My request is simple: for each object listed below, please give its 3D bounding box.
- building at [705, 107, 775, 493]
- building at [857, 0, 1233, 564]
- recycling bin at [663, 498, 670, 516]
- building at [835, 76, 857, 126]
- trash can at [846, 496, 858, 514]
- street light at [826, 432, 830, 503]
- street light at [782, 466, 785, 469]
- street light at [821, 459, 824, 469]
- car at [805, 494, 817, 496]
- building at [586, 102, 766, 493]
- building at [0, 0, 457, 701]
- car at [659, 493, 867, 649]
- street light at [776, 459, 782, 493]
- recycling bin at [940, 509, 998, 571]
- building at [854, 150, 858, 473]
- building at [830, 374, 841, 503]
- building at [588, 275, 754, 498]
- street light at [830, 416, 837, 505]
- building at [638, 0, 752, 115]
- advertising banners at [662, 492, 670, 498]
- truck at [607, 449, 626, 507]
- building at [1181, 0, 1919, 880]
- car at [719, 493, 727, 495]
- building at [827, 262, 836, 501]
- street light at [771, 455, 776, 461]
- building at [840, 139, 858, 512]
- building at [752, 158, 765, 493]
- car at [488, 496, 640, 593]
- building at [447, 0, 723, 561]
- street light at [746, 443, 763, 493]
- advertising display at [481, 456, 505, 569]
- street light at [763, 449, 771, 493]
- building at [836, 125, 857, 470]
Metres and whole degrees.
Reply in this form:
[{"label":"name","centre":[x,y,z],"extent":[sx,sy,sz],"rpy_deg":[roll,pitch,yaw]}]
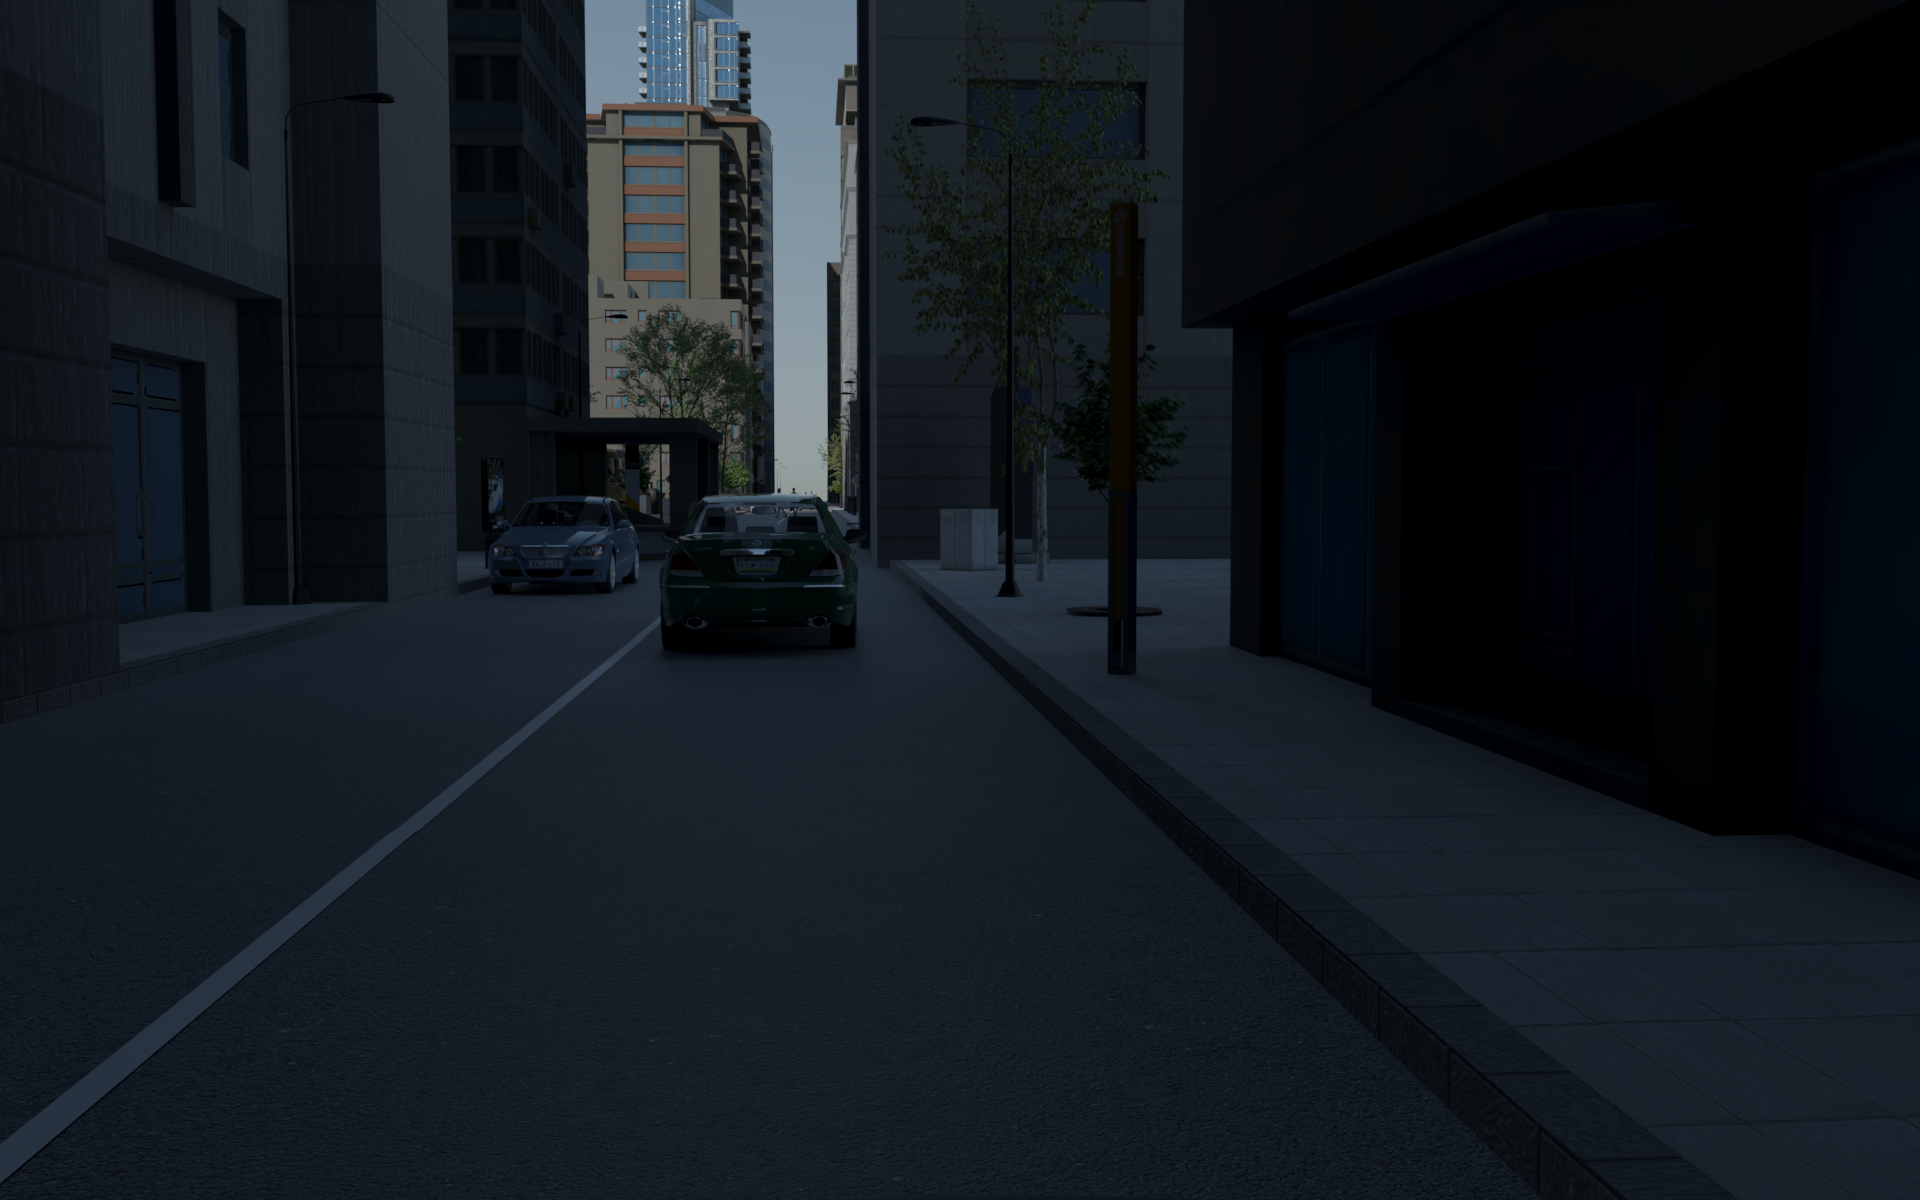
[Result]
[{"label":"building","centre":[-39.207,-44.135,263.599],"extent":[21.231,58.520,28.212],"rpy_deg":[0,4,-5]},{"label":"building","centre":[7.668,-30.865,46.642],"extent":[21.231,58.520,28.212],"rpy_deg":[0,4,-5]},{"label":"recycling bin","centre":[-17.478,-5.591,103.967],"extent":[0.722,1.027,0.722],"rpy_deg":[0,4,3]},{"label":"building","centre":[-0.949,-38.374,216.646],"extent":[28.713,52.752,27.495],"rpy_deg":[0,4,-5]},{"label":"trash can","centre":[-7.037,-6.197,112.966],"extent":[0.748,1.137,0.748],"rpy_deg":[0,3,0]},{"label":"street light","centre":[-9.062,-9.585,129.254],"extent":[1.470,5.913,1.316],"rpy_deg":[0,4,-5]},{"label":"street light","centre":[-27.633,-17.712,262.135],"extent":[1.470,5.913,1.316],"rpy_deg":[0,4,-5]},{"label":"street light","centre":[-15.406,-14.251,205.549],"extent":[1.470,5.913,1.316],"rpy_deg":[0,4,-5]},{"label":"car","centre":[-12.575,-8.111,144.615],"extent":[2.014,1.417,4.499],"rpy_deg":[0,4,-5]},{"label":"building","centre":[-33.457,-33.132,196.328],"extent":[22.147,44.769,28.867],"rpy_deg":[0,4,-5]},{"label":"building","centre":[-16.399,-28.499,7.954],"extent":[21.231,58.520,28.212],"rpy_deg":[0,4,-5]},{"label":"car","centre":[-1.984,-0.349,17.509],"extent":[2.131,1.459,4.920],"rpy_deg":[0,4,-5]},{"label":"street light","centre":[-25.549,-16.204,237.475],"extent":[1.470,5.913,1.316],"rpy_deg":[0,4,-5]},{"label":"recycling bin","centre":[0.154,-1.020,29.232],"extent":[0.722,1.027,0.722],"rpy_deg":[3,5,41]},{"label":"building","centre":[0.549,-19.519,112.650],"extent":[14.314,27.812,24.014],"rpy_deg":[0,4,-5]},{"label":"building","centre":[-5.871,-25.672,264.780],"extent":[27.650,21.520,28.899],"rpy_deg":[0,4,-5]},{"label":"building","centre":[-34.401,-19.706,167.235],"extent":[27.650,21.520,28.899],"rpy_deg":[0,4,-5]},{"label":"street light","centre":[-6.878,-8.017,103.616],"extent":[1.470,5.913,1.316],"rpy_deg":[0,4,-5]},{"label":"building","centre":[-42.730,-59.962,293.054],"extent":[22.319,86.520,31.000],"rpy_deg":[0,4,-5]},{"label":"advertising banners","centre":[-23.091,-8.707,138.540],"extent":[2.074,3.025,0.090],"rpy_deg":[0,4,1]},{"label":"truck","centre":[-18.085,-4.760,73.750],"extent":[9.791,3.379,3.469],"rpy_deg":[0,4,-3]},{"label":"building","centre":[9.373,-21.838,7.169],"extent":[14.600,45.320,14.200],"rpy_deg":[0,4,-5]},{"label":"car","centre":[-9.204,-3.373,64.187],"extent":[2.155,1.783,4.494],"rpy_deg":[0,4,-7]},{"label":"building","centre":[-16.449,-38.074,306.103],"extent":[14.154,41.232,14.086],"rpy_deg":[0,4,-5]},{"label":"street light","centre":[-22.724,-14.173,204.269],"extent":[1.470,5.913,1.316],"rpy_deg":[0,4,-5]},{"label":"building","centre":[-3.819,-22.121,139.177],"extent":[11.434,29.767,29.804],"rpy_deg":[0,4,-5]},{"label":"building","centre":[-32.352,-34.745,218.192],"extent":[14.600,45.320,14.200],"rpy_deg":[0,4,-5]},{"label":"car","centre":[-5.978,-0.889,26.541],"extent":[2.014,1.417,4.499],"rpy_deg":[0,4,-3]},{"label":"building","centre":[-22.433,-21.424,42.165],"extent":[32.217,40.220,23.993],"rpy_deg":[0,4,-5]},{"label":"street light","centre":[-18.548,-11.134,154.582],"extent":[1.470,5.913,1.316],"rpy_deg":[0,4,-5]},{"label":"advertising display","centre":[-8.101,-1.520,30.068],"extent":[0.123,1.923,0.974],"rpy_deg":[0,4,2]},{"label":"street light","centre":[-20.676,-12.665,179.607],"extent":[1.470,5.913,1.316],"rpy_deg":[0,4,-5]},{"label":"building","centre":[-6.467,-31.322,195.709],"extent":[14.154,41.232,14.086],"rpy_deg":[0,4,-5]}]
